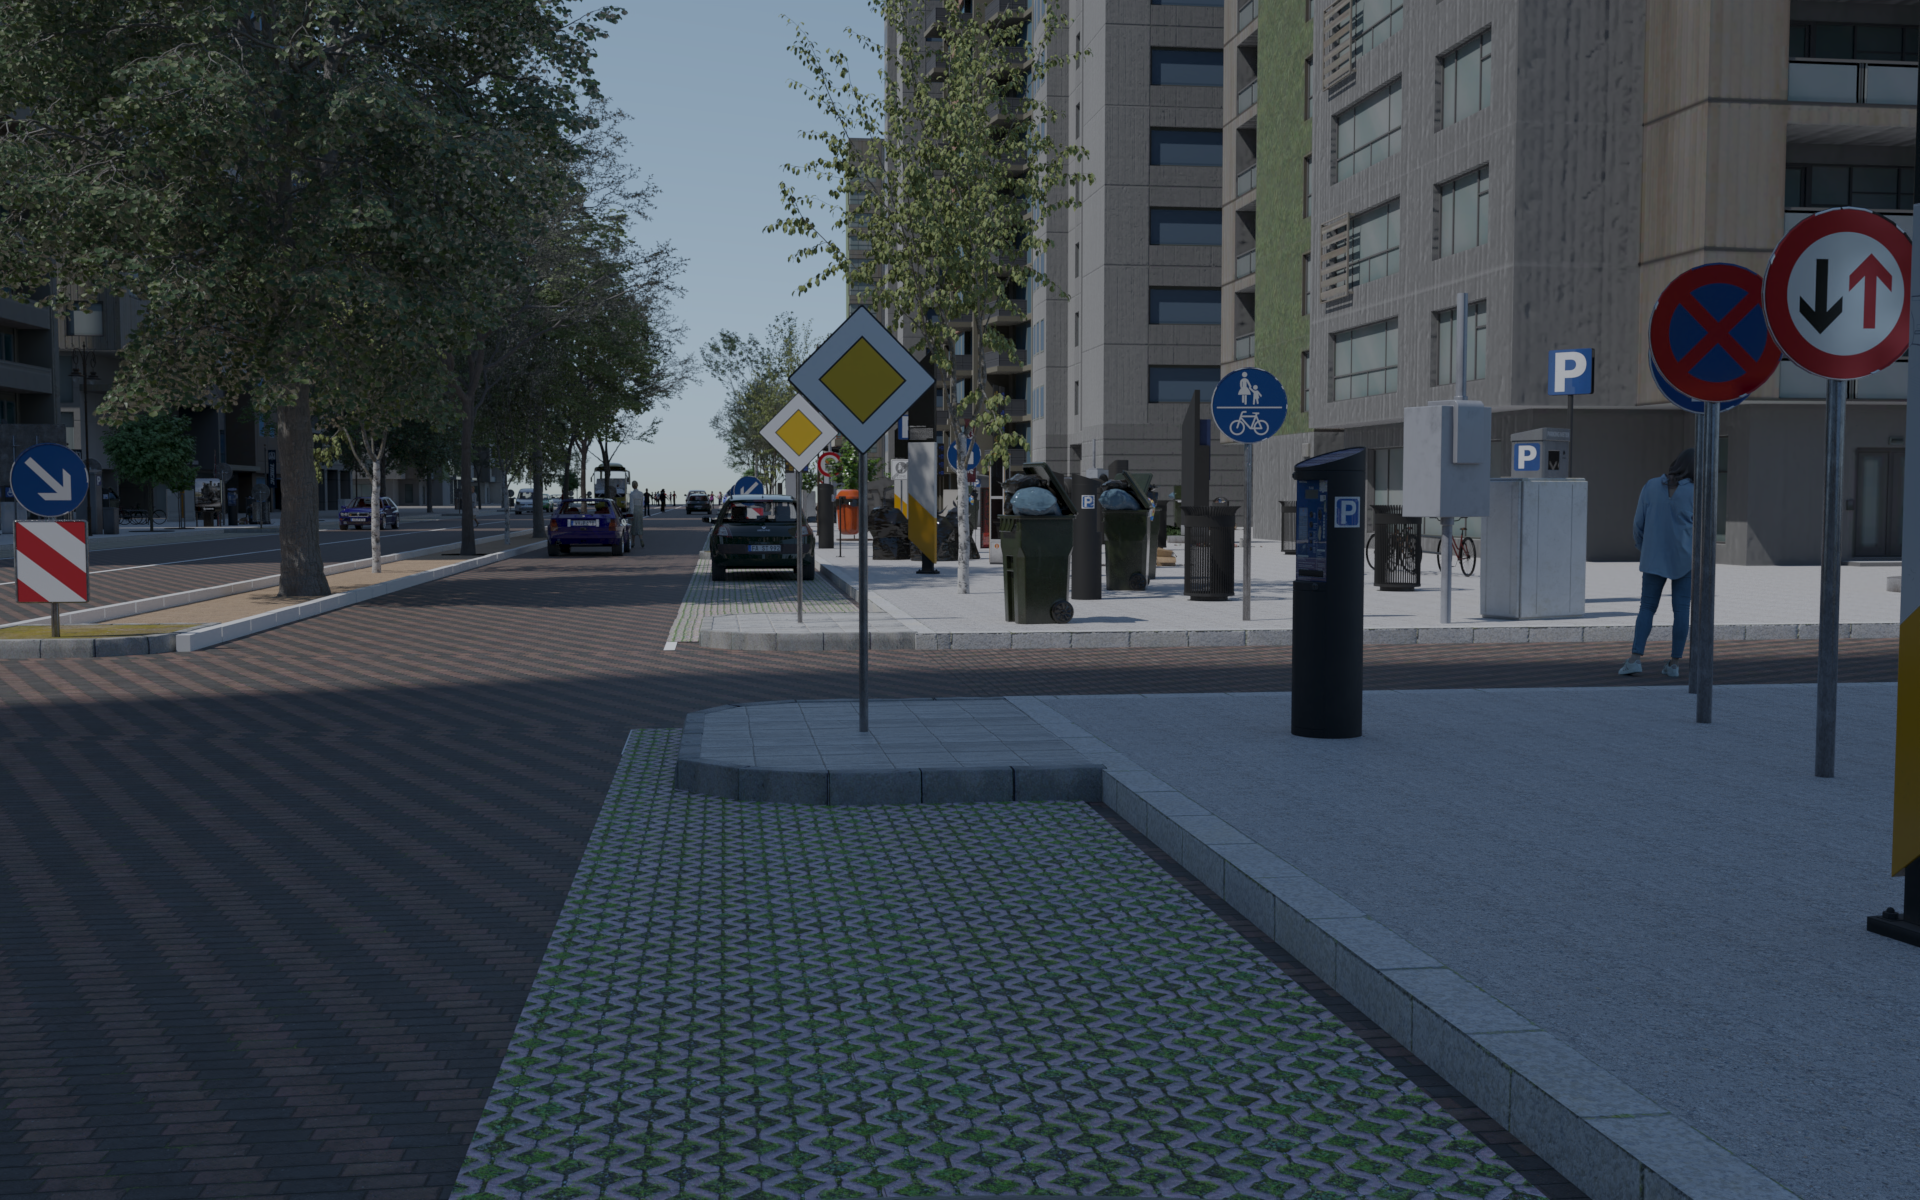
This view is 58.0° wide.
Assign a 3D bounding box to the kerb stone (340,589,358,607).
[{"bbox_3d":[-7.960,-0.008,22.333,0.120,0.150,1.000,0,4,-8],"label":"kerb stone"}]

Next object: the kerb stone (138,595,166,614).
[{"bbox_3d":[-9.898,0.071,21.037,0.120,0.150,1.000,0,4,-8],"label":"kerb stone"}]

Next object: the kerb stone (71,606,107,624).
[{"bbox_3d":[-9.628,0.195,19.001,0.120,0.150,1.000,0,4,-8],"label":"kerb stone"}]

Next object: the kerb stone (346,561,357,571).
[{"bbox_3d":[-11.423,-0.612,32.206,0.120,0.150,1.000,0,4,-8],"label":"kerb stone"}]

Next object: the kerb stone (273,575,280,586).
[{"bbox_3d":[-10.736,-0.301,27.122,0.120,0.150,1.000,0,4,-8],"label":"kerb stone"}]

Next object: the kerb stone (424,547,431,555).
[{"bbox_3d":[-12.522,-1.109,40.335,0.120,0.150,1.000,0,4,-8],"label":"kerb stone"}]

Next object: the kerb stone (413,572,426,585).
[{"bbox_3d":[-8.649,-0.319,27.421,0.120,0.150,1.000,0,4,-8],"label":"kerb stone"}]

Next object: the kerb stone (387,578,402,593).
[{"bbox_3d":[-8.366,-0.195,25.387,0.120,0.150,1.000,0,4,-8],"label":"kerb stone"}]

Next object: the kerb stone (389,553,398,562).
[{"bbox_3d":[-11.974,-0.853,36.264,0.120,0.150,1.000,0,4,-8],"label":"kerb stone"}]

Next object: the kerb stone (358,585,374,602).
[{"bbox_3d":[-8.096,-0.071,23.361,0.120,0.150,1.000,0,4,-8],"label":"kerb stone"}]

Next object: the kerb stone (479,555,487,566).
[{"bbox_3d":[-9.609,-0.754,34.531,0.120,0.150,1.000,0,4,-8],"label":"kerb stone"}]

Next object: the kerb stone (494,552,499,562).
[{"bbox_3d":[-9.903,-0.879,36.559,0.120,0.150,1.000,0,4,-8],"label":"kerb stone"}]

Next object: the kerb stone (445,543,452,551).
[{"bbox_3d":[-12.934,-1.293,43.373,0.120,0.150,1.000,0,4,-8],"label":"kerb stone"}]

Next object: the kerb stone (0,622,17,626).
[{"bbox_3d":[-9.345,0.322,16.974,0.120,0.150,1.000,0,4,-8],"label":"kerb stone"}]

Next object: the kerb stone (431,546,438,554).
[{"bbox_3d":[-12.658,-1.170,41.348,0.120,0.150,1.000,0,4,-8],"label":"kerb stone"}]

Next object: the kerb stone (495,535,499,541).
[{"bbox_3d":[-14.180,-1.855,52.527,0.120,0.150,1.000,0,4,-8],"label":"kerb stone"}]

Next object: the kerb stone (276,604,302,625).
[{"bbox_3d":[-7.545,0.178,19.286,0.120,0.150,1.000,0,4,-8],"label":"kerb stone"}]

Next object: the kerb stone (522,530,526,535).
[{"bbox_3d":[-15.144,-2.285,59.638,0.120,0.150,1.000,0,4,-8],"label":"kerb stone"}]

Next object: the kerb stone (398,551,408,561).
[{"bbox_3d":[-12.098,-0.923,37.281,0.120,0.150,1.000,0,4,-8],"label":"kerb stone"}]

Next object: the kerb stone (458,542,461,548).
[{"bbox_3d":[-13.206,-1.420,45.408,0.120,0.150,1.000,0,4,-8],"label":"kerb stone"}]

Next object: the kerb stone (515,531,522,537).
[{"bbox_3d":[-15.014,-2.228,58.620,0.120,0.150,1.000,0,4,-8],"label":"kerb stone"}]

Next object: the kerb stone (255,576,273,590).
[{"bbox_3d":[-10.591,-0.236,26.110,0.120,0.150,1.000,0,4,-8],"label":"kerb stone"}]

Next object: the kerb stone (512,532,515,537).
[{"bbox_3d":[-14.736,-2.104,56.588,0.120,0.150,1.000,0,4,-8],"label":"kerb stone"}]

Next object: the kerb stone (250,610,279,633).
[{"bbox_3d":[-7.406,0.243,18.274,0.120,0.150,1.000,0,4,-8],"label":"kerb stone"}]

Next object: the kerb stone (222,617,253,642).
[{"bbox_3d":[-7.267,0.304,17.257,0.120,0.150,1.000,0,4,-8],"label":"kerb stone"}]

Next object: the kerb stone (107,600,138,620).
[{"bbox_3d":[-9.765,0.133,20.018,0.120,0.150,1.000,0,4,-8],"label":"kerb stone"}]

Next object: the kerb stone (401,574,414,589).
[{"bbox_3d":[-8.507,-0.257,26.400,0.120,0.150,1.000,0,4,-8],"label":"kerb stone"}]

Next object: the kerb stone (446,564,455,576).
[{"bbox_3d":[-9.065,-0.506,30.474,0.120,0.150,1.000,0,4,-8],"label":"kerb stone"}]

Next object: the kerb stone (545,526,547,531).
[{"bbox_3d":[-16.529,-2.904,69.793,0.120,0.150,1.000,0,4,-8],"label":"kerb stone"}]

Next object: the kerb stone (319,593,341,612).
[{"bbox_3d":[-7.819,0.055,21.320,0.120,0.150,1.000,0,4,-8],"label":"kerb stone"}]

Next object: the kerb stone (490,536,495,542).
[{"bbox_3d":[-14.044,-1.793,51.514,0.120,0.150,1.000,0,4,-8],"label":"kerb stone"}]

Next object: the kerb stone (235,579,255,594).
[{"bbox_3d":[-10.459,-0.174,25.097,0.120,0.150,1.000,0,4,-8],"label":"kerb stone"}]

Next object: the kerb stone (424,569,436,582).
[{"bbox_3d":[-8.788,-0.382,28.440,0.120,0.150,1.000,0,4,-8],"label":"kerb stone"}]

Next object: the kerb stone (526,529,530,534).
[{"bbox_3d":[-15.279,-2.352,60.651,0.120,0.150,1.000,0,4,-8],"label":"kerb stone"}]

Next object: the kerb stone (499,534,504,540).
[{"bbox_3d":[-14.314,-1.914,53.540,0.120,0.150,1.000,0,4,-8],"label":"kerb stone"}]

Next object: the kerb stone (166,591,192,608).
[{"bbox_3d":[-10.035,0.009,22.054,0.120,0.150,1.000,0,4,-8],"label":"kerb stone"}]

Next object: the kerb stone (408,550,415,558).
[{"bbox_3d":[-12.251,-0.985,38.303,0.120,0.150,1.000,0,4,-8],"label":"kerb stone"}]

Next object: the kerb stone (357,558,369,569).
[{"bbox_3d":[-11.549,-0.674,33.222,0.120,0.150,1.000,0,4,-8],"label":"kerb stone"}]

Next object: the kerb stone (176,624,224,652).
[{"bbox_3d":[-7.132,0.364,16.244,0.120,0.150,1.000,0,4,-8],"label":"kerb stone"}]

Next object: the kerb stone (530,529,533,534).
[{"bbox_3d":[-15.422,-2.414,61.662,0.120,0.150,1.000,0,4,-8],"label":"kerb stone"}]

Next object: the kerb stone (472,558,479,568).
[{"bbox_3d":[-9.482,-0.692,33.517,0.120,0.150,1.000,0,4,-8],"label":"kerb stone"}]

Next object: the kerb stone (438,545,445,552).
[{"bbox_3d":[-12.804,-1.233,42.360,0.120,0.150,1.000,0,4,-8],"label":"kerb stone"}]

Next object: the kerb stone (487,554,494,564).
[{"bbox_3d":[-9.753,-0.811,35.544,0.120,0.150,1.000,0,4,-8],"label":"kerb stone"}]

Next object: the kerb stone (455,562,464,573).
[{"bbox_3d":[-9.203,-0.562,31.492,0.120,0.150,1.000,0,4,-8],"label":"kerb stone"}]

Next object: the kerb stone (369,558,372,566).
[{"bbox_3d":[-11.701,-0.733,34.236,0.120,0.150,1.000,0,4,-8],"label":"kerb stone"}]

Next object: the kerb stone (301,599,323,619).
[{"bbox_3d":[-7.677,0.120,20.300,0.120,0.150,1.000,0,4,-8],"label":"kerb stone"}]

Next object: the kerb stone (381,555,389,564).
[{"bbox_3d":[-11.833,-0.798,35.249,0.120,0.150,1.000,0,4,-8],"label":"kerb stone"}]

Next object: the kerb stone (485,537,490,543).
[{"bbox_3d":[-13.898,-1.731,50.489,0.120,0.150,1.000,0,4,-8],"label":"kerb stone"}]

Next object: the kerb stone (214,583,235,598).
[{"bbox_3d":[-10.322,-0.108,24.084,0.120,0.150,1.000,0,4,-8],"label":"kerb stone"}]

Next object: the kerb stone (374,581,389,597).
[{"bbox_3d":[-8.233,-0.128,24.374,0.120,0.150,1.000,0,4,-8],"label":"kerb stone"}]

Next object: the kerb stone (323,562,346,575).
[{"bbox_3d":[-11.285,-0.548,31.192,0.120,0.150,1.000,0,4,-8],"label":"kerb stone"}]

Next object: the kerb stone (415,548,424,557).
[{"bbox_3d":[-12.381,-1.042,39.317,0.120,0.150,1.000,0,4,-8],"label":"kerb stone"}]

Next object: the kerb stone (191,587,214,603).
[{"bbox_3d":[-10.176,-0.052,23.072,0.120,0.150,1.000,0,4,-8],"label":"kerb stone"}]

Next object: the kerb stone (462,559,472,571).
[{"bbox_3d":[-9.344,-0.631,32.504,0.120,0.150,1.000,0,4,-8],"label":"kerb stone"}]

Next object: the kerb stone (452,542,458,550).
[{"bbox_3d":[-13.074,-1.350,44.395,0.120,0.150,1.000,0,4,-8],"label":"kerb stone"}]

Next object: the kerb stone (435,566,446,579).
[{"bbox_3d":[-8.924,-0.444,29.456,0.120,0.150,1.000,0,4,-8],"label":"kerb stone"}]

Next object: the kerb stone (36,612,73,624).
[{"bbox_3d":[-9.496,0.260,17.988,0.120,0.150,1.000,0,4,-8],"label":"kerb stone"}]

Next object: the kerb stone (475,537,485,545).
[{"bbox_3d":[-13.760,-1.669,49.477,0.120,0.150,1.000,0,4,-8],"label":"kerb stone"}]

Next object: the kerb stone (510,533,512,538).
[{"bbox_3d":[-14.591,-2.041,55.570,0.120,0.150,1.000,0,4,-8],"label":"kerb stone"}]
